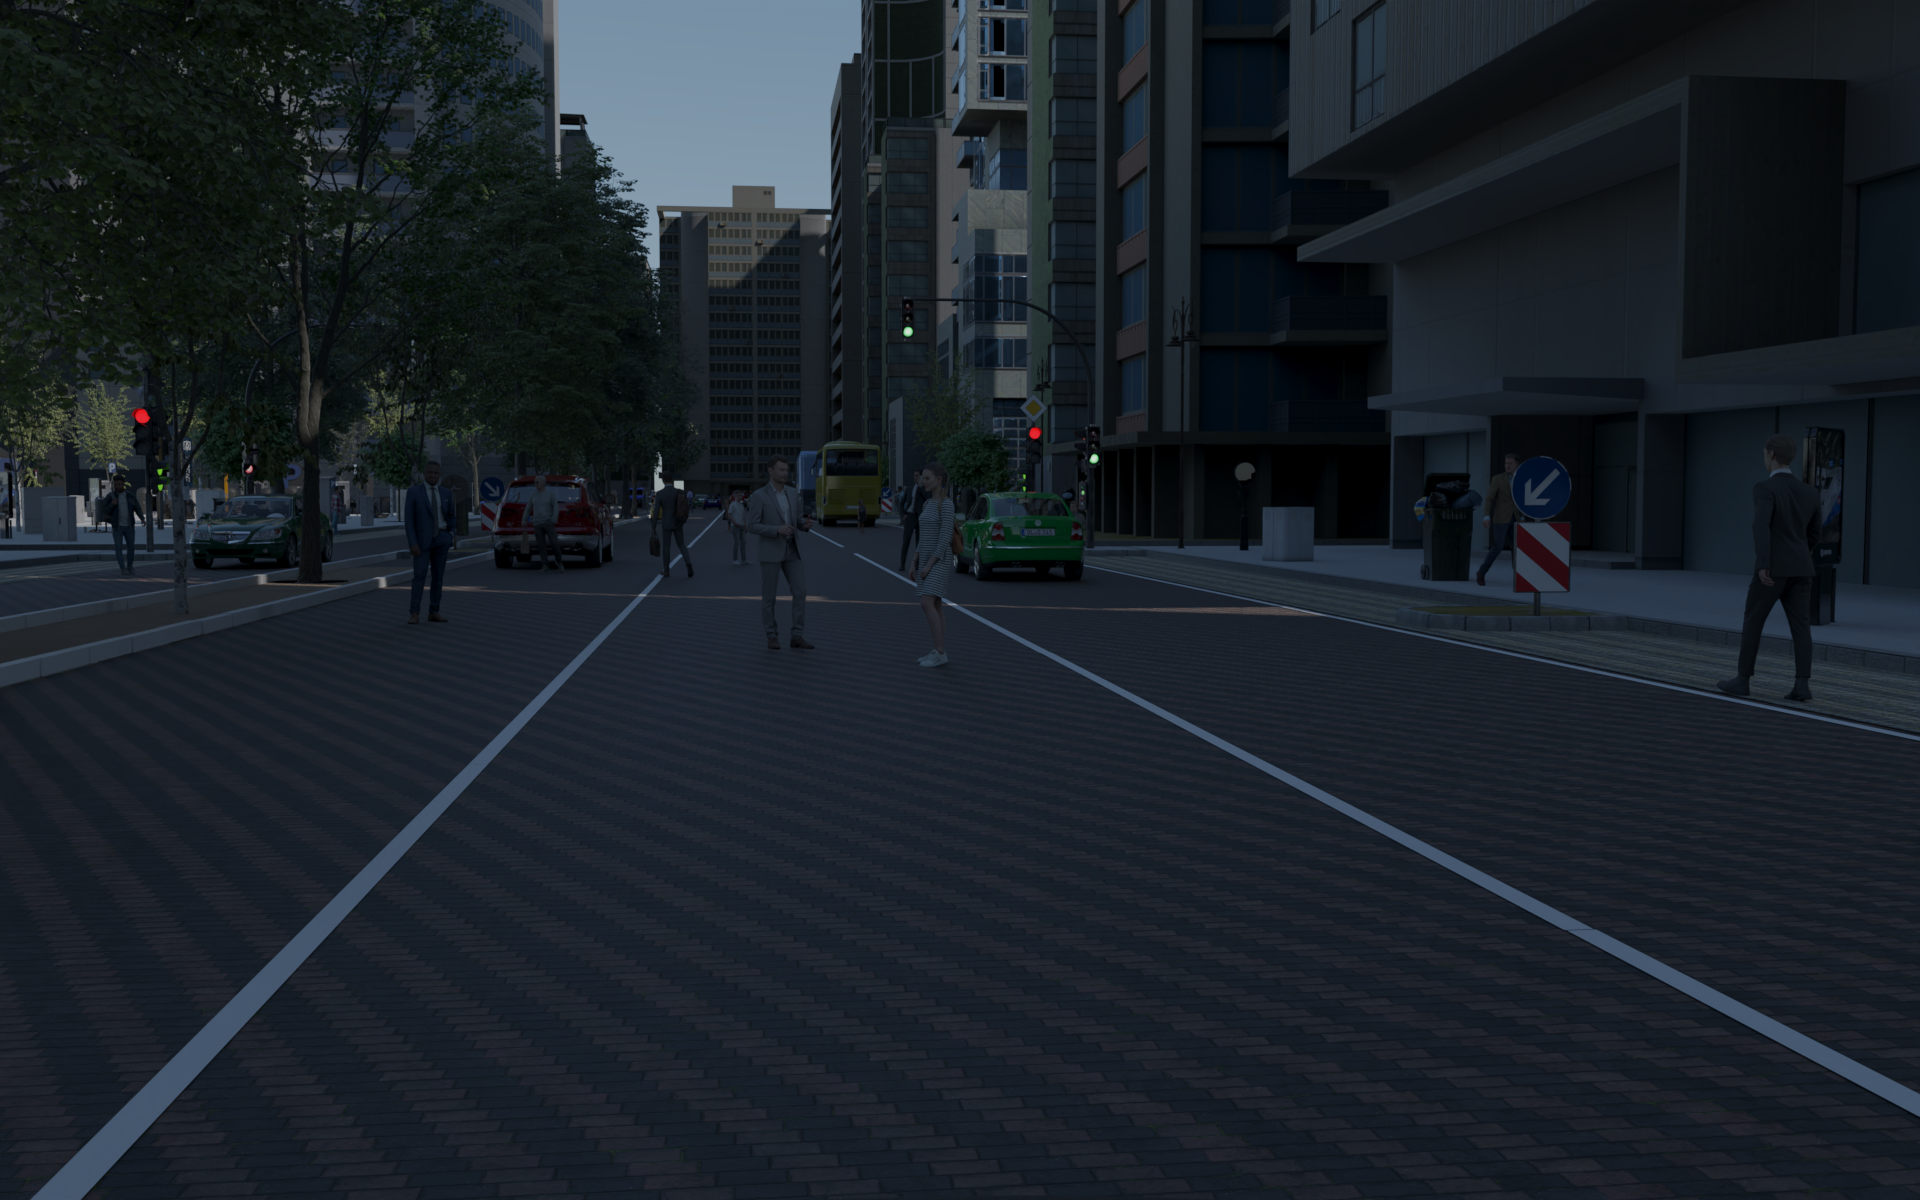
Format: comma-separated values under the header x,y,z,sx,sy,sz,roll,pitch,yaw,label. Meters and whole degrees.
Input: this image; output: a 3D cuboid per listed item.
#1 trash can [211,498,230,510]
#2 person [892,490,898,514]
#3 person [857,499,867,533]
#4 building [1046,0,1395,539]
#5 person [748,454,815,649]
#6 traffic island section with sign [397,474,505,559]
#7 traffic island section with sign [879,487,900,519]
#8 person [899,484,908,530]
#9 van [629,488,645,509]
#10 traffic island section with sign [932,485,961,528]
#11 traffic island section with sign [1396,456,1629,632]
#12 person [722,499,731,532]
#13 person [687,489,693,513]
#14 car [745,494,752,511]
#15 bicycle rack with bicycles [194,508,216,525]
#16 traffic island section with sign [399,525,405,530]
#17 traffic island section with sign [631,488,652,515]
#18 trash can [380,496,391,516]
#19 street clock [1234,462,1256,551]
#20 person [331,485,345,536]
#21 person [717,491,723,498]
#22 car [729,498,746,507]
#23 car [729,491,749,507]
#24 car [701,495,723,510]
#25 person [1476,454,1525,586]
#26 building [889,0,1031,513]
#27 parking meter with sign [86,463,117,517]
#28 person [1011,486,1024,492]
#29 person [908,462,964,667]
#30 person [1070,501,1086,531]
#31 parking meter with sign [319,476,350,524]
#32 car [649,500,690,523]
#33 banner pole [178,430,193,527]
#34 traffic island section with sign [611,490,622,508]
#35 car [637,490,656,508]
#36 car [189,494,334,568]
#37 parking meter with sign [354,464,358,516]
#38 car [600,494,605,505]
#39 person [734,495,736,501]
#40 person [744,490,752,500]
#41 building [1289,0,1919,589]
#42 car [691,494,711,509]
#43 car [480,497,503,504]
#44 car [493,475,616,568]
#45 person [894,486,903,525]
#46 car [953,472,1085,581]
x,y,z,sx,sy,sz,roll,pitch,yaw,label
-25.918,-3.014,60.930,0.748,1.137,0.748,0,3,0,trash can
-4.107,-6.275,111.231,0.523,1.515,0.503,1,4,16,person
-3.581,-3.076,63.458,0.362,1.253,0.373,-2,4,-26,person
17.836,-24.710,58.636,28.867,44.769,22.147,0,4,-7,building
-1.621,-0.447,16.003,0.606,1.804,0.583,-3,5,-45,person
-11.563,-1.904,39.268,2.006,1.907,1.989,0,4,-7,traffic island section with sign
-4.419,-5.594,100.088,1.989,1.847,2.006,0,4,-7,traffic island section with sign
-2.097,-3.718,69.308,0.660,1.820,0.620,0,4,1,person
-31.864,-10.173,170.710,2.240,2.365,5.245,0,4,-6,van
-1.033,-3.958,73.345,1.989,1.847,2.006,0,4,-7,traffic island section with sign
5.883,-0.627,18.886,1.989,1.847,2.006,0,4,-7,traffic island section with sign
-8.884,-3.237,66.100,0.373,1.253,0.362,0,3,0,person
-20.650,-7.549,131.799,0.599,1.838,0.709,3,4,38,person
-17.000,-8.178,145.502,2.131,1.459,4.920,0,4,-8,car
-23.853,-2.692,57.395,2.925,0.926,2.852,-2,4,-31,bicycle rack with bicycles
-21.674,-3.791,70.604,1.989,1.847,2.006,0,4,-7,traffic island section with sign
-21.936,-6.913,121.161,2.006,1.907,1.989,0,4,-7,traffic island section with sign
-33.984,-5.551,102.417,0.748,1.137,0.748,0,3,0,trash can
6.462,-2.127,39.344,0.471,2.002,0.358,0,4,3,street clock
-20.935,-2.978,58.034,0.643,1.720,0.563,-2,4,-29,person
-26.179,-10.958,188.188,1.217,1.766,0.721,2,4,27,person
-24.538,-11.119,192.013,2.015,1.641,3.980,0,4,-8,car
-23.714,-10.878,186.527,2.281,1.827,5.304,0,4,-6,car
-22.410,-8.811,156.637,1.945,1.354,3.894,-1,4,-9,car
7.549,-1.106,24.031,0.836,1.842,0.656,3,5,43,person
7.940,-48.629,107.762,22.319,86.520,31.000,0,4,-7,building
-47.685,-6.112,96.192,0.543,3.016,1.738,1,4,20,parking meter with sign
2.217,-3.493,63.400,0.529,1.795,0.600,-2,4,-26,person
-0.207,-0.312,14.612,0.522,1.701,0.512,-2,4,-30,person
2.216,-1.259,33.357,0.475,1.303,0.640,-2,4,-25,person
-27.273,-4.785,74.497,1.738,3.016,0.543,1,4,13,parking meter with sign
-14.448,-4.630,85.921,2.015,1.641,3.980,0,4,-8,car
-30.241,-4.744,67.575,0.401,3.779,0.863,1,4,20,banner pole
-34.881,-10.172,174.946,1.989,1.847,2.006,0,4,-7,traffic island section with sign
-33.210,-10.743,184.318,2.281,1.827,5.304,0,4,-5,car
-14.064,-1.424,35.083,2.131,1.459,4.920,0,4,-6,car
-36.079,-6.416,101.161,1.738,3.016,0.543,-3,4,-37,parking meter with sign
-25.353,-6.717,119.608,2.009,1.686,4.222,0,4,-7,car
-18.660,-8.339,145.514,0.551,1.740,0.621,-3,4,-37,person
-19.668,-9.429,162.808,1.348,1.807,0.705,1,4,22,person
22.577,-26.847,28.194,28.713,52.752,27.495,0,4,-7,building
-25.606,-9.793,171.921,2.131,1.459,4.920,-1,4,-8,car
-20.139,-4.094,76.530,1.945,1.707,3.694,0,4,-8,car
-8.200,-1.622,35.193,2.281,1.827,5.304,0,4,-7,car
-2.771,-4.318,79.272,0.466,1.800,0.511,0,4,5,person
0.958,-1.305,30.138,1.959,1.807,4.718,0,4,-8,car
